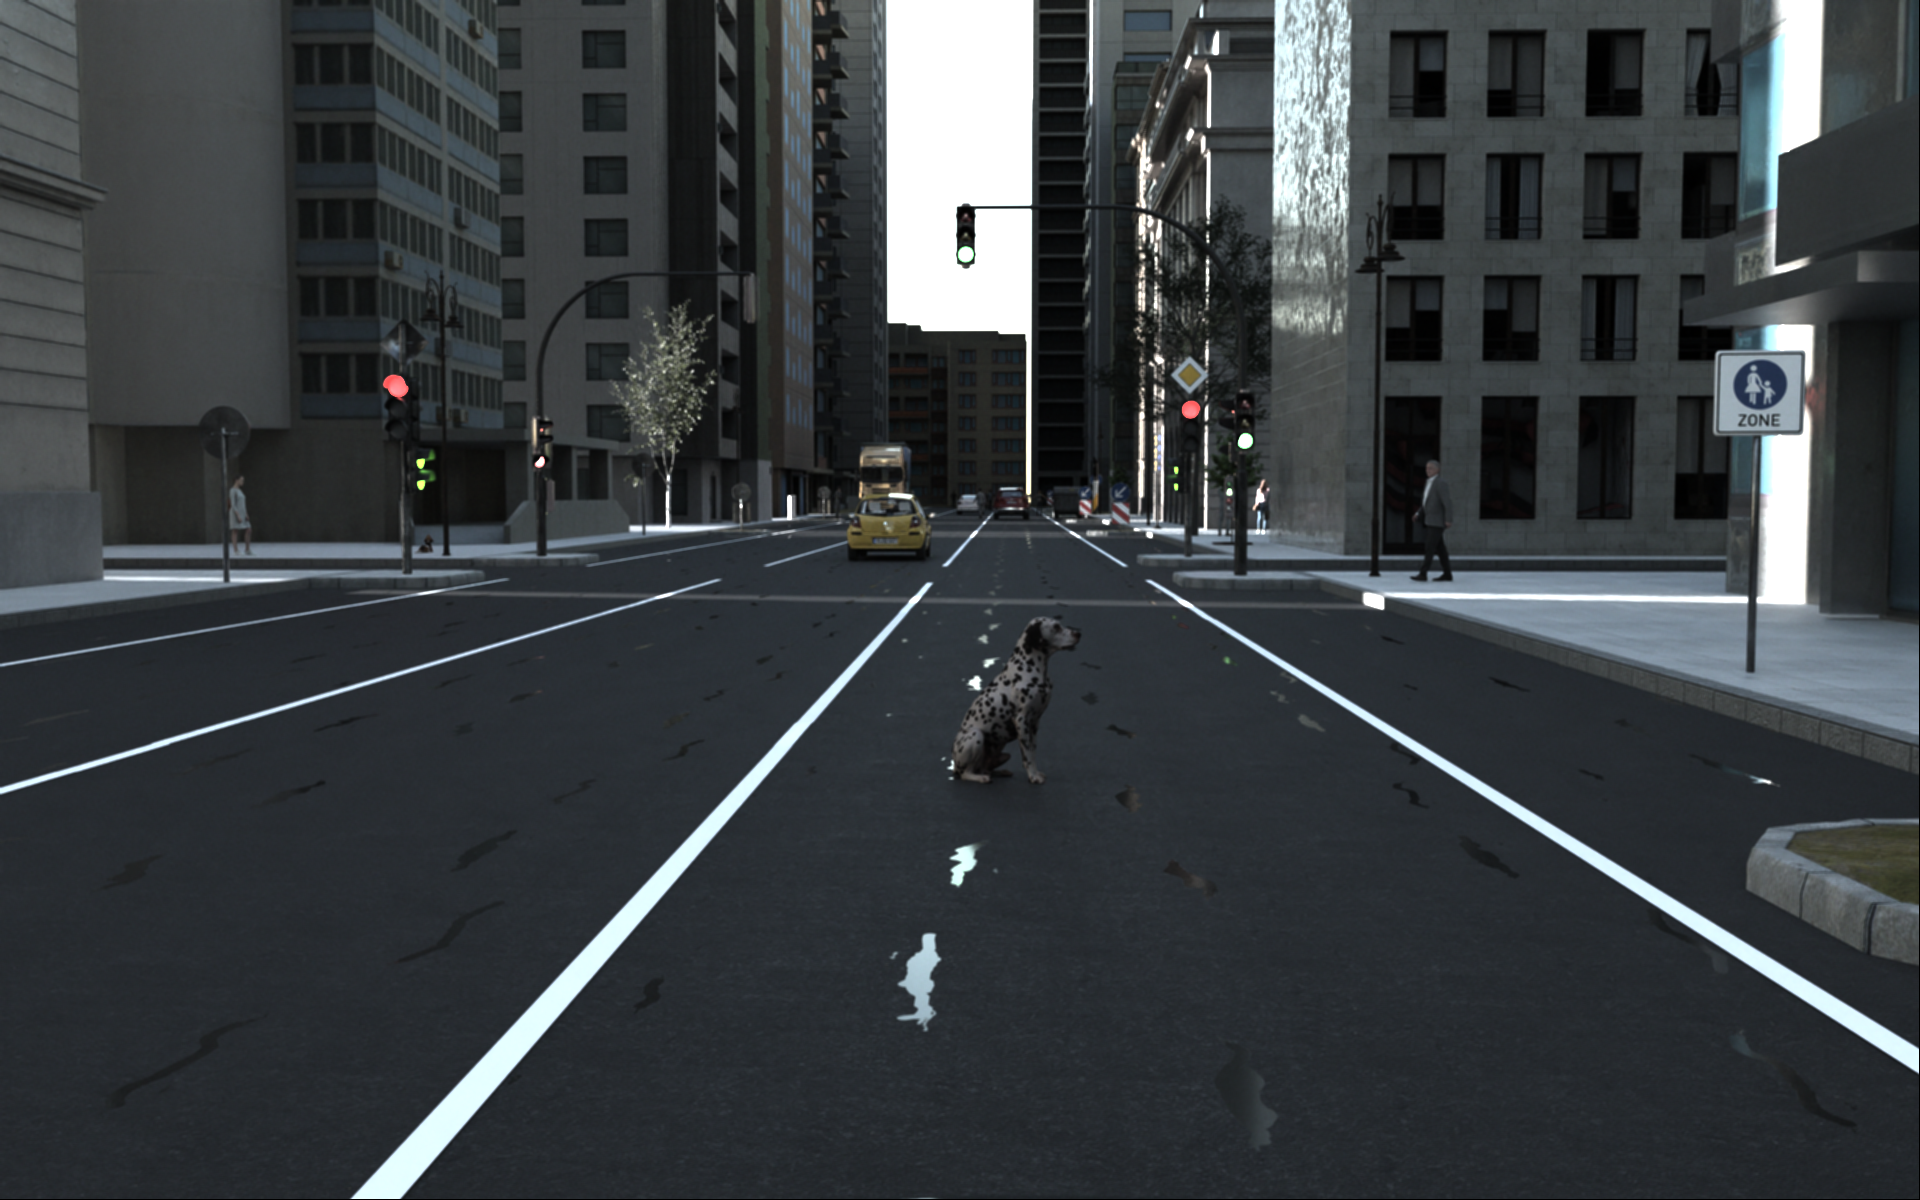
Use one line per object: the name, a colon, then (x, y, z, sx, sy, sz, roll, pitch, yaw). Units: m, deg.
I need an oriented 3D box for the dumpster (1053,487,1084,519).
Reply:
dumpster: (6.297, -5.648, 100.567, 1.865, 1.857, 1.264, 0, 3, 0)

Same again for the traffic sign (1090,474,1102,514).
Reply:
traffic sign: (8.452, -6.565, 107.451, 0.768, 2.556, 0.104, 0, 4, 6)

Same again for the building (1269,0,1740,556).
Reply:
building: (16.567, -11.359, 40.477, 16.860, 20.320, 10.420, 0, 4, 2)

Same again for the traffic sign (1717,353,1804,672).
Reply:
traffic sign: (5.689, -0.628, 12.397, 0.606, 2.300, 0.079, 0, 4, 8)

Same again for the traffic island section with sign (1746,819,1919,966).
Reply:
traffic island section with sign: (3.831, 0.175, 5.772, 1.989, 1.847, 2.006, 0, 4, 2)

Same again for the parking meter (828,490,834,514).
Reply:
parking meter: (-8.119, -6.168, 109.259, 0.372, 1.533, 0.369, 0, 3, 0)

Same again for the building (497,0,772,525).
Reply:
building: (-16.432, -18.700, 77.439, 14.160, 30.474, 14.107, 0, 4, 2)

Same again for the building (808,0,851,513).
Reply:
building: (-19.663, -28.771, 125.025, 22.147, 44.769, 28.867, 0, 4, 2)

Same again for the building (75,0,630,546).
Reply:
building: (-27.391, -21.931, 50.447, 32.217, 40.220, 23.993, 0, 4, 2)

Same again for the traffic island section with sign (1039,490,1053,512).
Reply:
traffic island section with sign: (8.424, -9.522, 164.305, 1.989, 1.847, 2.006, 0, 4, 2)

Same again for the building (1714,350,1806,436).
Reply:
building: (68.205, -35.464, 169.070, 27.495, 52.752, 28.713, 0, 4, 2)

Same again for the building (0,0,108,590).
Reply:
building: (-24.075, -14.171, 19.091, 23.554, 28.519, 14.401, 0, 4, 2)

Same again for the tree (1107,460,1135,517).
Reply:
tree: (8.975, -6.226, 96.398, 1.663, 3.219, 1.824, 0, 3, 0)

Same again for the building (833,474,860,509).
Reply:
building: (-25.346, -28.129, 151.797, 32.217, 40.220, 23.993, 0, 4, 2)

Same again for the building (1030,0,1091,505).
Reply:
building: (18.598, -46.733, 202.331, 20.611, 71.187, 20.563, 0, 4, 2)

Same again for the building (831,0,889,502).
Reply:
building: (-18.156, -45.089, 175.461, 20.611, 71.187, 20.563, 0, 4, 2)

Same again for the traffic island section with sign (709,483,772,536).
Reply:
traffic island section with sign: (-7.625, -3.167, 60.406, 1.989, 1.847, 2.006, 0, 4, 2)

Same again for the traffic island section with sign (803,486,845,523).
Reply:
traffic island section with sign: (-6.830, -4.815, 87.349, 1.989, 1.847, 2.006, 0, 4, 2)

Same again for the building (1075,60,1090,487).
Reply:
building: (23.496, -33.607, 169.089, 23.786, 49.044, 30.456, 0, 4, 2)

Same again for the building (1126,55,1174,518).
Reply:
building: (16.335, -18.367, 97.571, 12.463, 27.353, 25.104, 0, 4, 2)

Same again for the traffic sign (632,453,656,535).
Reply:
traffic sign: (-9.810, -3.277, 53.680, 0.768, 2.556, 0.104, 1, 4, 10)

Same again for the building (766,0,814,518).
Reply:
building: (-16.125, -27.461, 99.099, 14.600, 45.320, 14.200, 0, 4, 2)

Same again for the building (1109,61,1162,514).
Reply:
building: (17.285, -21.263, 119.358, 14.160, 30.474, 14.107, 0, 4, 2)

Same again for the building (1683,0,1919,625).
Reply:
building: (19.141, -23.760, 8.081, 23.786, 49.044, 30.456, 0, 4, 2)

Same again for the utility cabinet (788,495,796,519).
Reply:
utility cabinet: (-8.673, -4.785, 89.392, 0.306, 1.237, 1.020, -1, 4, -13)

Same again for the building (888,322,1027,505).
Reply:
building: (-6.470, -22.284, 209.385, 28.899, 21.520, 27.650, 0, 4, 2)

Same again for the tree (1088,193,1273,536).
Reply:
tree: (7.548, -7.263, 53.169, 7.601, 10.594, 8.767, -1, 4, -19)

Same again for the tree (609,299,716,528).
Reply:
tree: (-11.137, -7.055, 65.712, 4.360, 8.622, 3.978, 0, 3, 0)

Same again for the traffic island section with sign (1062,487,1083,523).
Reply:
traffic island section with sign: (6.192, -4.829, 87.577, 1.989, 1.847, 2.006, 0, 4, 2)

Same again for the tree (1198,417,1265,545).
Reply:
tree: (6.796, -3.018, 43.938, 1.663, 3.219, 1.824, 0, 3, 0)

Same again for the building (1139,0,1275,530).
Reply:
building: (15.094, -14.155, 73.228, 13.314, 21.916, 24.055, 0, 4, 2)

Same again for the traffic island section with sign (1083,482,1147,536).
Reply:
traffic island section with sign: (5.402, -3.141, 59.975, 1.989, 1.847, 2.006, 0, 4, 2)

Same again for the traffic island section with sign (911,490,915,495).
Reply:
traffic island section with sign: (-4.593, -9.549, 164.753, 1.989, 1.847, 2.006, 0, 4, 2)

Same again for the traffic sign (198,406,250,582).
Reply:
traffic sign: (-10.655, -1.528, 25.090, 0.768, 2.556, 0.104, 0, 4, 2)

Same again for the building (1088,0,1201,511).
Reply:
building: (20.989, -36.546, 139.524, 21.231, 58.520, 28.212, 0, 4, 2)
